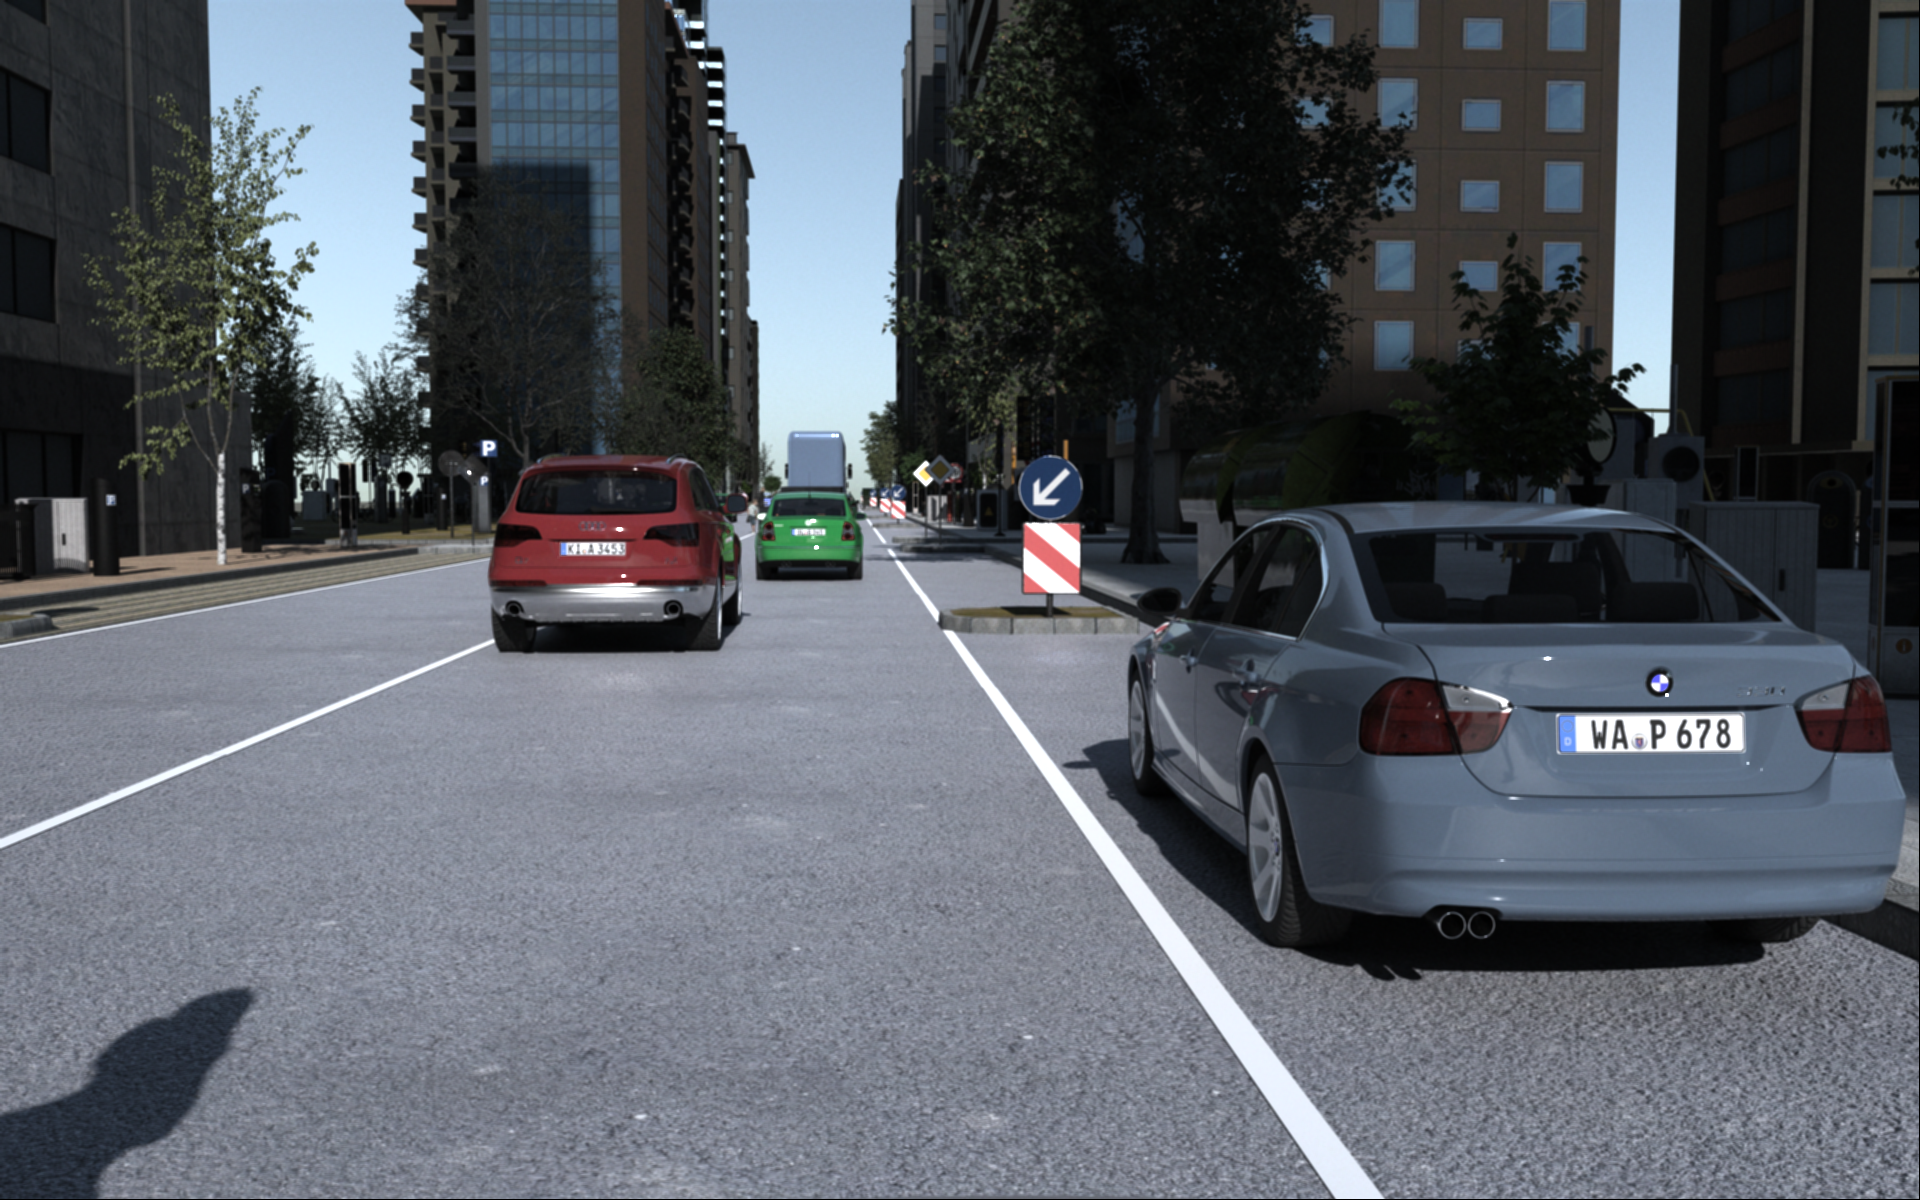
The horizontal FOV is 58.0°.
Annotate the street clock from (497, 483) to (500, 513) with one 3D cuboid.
[{"bbox_3d":[-29.129,-6.373,108.773,0.471,2.002,0.358,-2,4,-28],"label":"street clock"}]

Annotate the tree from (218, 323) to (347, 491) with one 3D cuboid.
[{"bbox_3d":[-28.942,-7.474,72.566,4.360,8.622,3.978,0,3,0],"label":"tree"}]

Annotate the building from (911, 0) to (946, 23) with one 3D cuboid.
[{"bbox_3d":[5.296,-39.347,185.322,21.231,58.520,28.212,0,4,-4],"label":"building"}]

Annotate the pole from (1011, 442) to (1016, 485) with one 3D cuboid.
[{"bbox_3d":[2.086,-4.497,67.370,0.158,3.312,0.155,0,3,0],"label":"pole"}]

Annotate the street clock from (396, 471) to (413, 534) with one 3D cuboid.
[{"bbox_3d":[-17.731,-3.107,55.364,0.471,2.002,0.358,0,4,1],"label":"street clock"}]

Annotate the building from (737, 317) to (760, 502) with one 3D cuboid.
[{"bbox_3d":[-39.543,-30.900,276.917,14.160,30.474,14.107,0,4,-4],"label":"building"}]

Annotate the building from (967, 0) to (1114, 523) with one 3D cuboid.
[{"bbox_3d":[11.671,-28.288,86.217,21.300,48.544,21.600,0,4,-4],"label":"building"}]

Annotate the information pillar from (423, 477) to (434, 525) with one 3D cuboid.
[{"bbox_3d":[-22.345,-4.180,72.842,0.304,2.012,0.304,2,4,30],"label":"information pillar"}]

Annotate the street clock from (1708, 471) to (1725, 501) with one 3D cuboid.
[{"bbox_3d":[23.849,-3.064,54.669,0.471,2.002,0.358,1,4,15],"label":"street clock"}]

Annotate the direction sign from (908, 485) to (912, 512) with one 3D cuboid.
[{"bbox_3d":[-3.567,-8.066,123.882,0.379,3.537,0.876,3,5,44],"label":"direction sign"}]

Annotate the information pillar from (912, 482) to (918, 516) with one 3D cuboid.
[{"bbox_3d":[-2.649,-6.001,102.601,0.304,2.012,0.304,-1,4,-13],"label":"information pillar"}]

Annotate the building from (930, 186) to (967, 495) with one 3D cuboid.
[{"bbox_3d":[4.033,-24.051,164.934,14.160,30.474,14.107,0,4,-4],"label":"building"}]

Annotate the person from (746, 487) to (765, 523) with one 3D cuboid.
[{"bbox_3d":[-10.159,-4.775,86.793,0.699,1.804,1.509,3,4,37],"label":"person"}]

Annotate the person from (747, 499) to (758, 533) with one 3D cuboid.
[{"bbox_3d":[-7.521,-3.038,62.859,0.352,1.250,0.332,-2,4,-35],"label":"person"}]

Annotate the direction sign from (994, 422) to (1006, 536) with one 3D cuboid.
[{"bbox_3d":[1.207,-3.699,52.475,0.379,3.537,0.876,1,4,14],"label":"direction sign"}]

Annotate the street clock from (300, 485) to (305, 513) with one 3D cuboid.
[{"bbox_3d":[-44.503,-6.898,117.354,0.358,2.002,0.471,0,4,-6],"label":"street clock"}]

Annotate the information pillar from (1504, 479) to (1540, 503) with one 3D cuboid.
[{"bbox_3d":[7.912,-2.016,24.309,0.504,3.616,0.183,2,4,31],"label":"information pillar"}]

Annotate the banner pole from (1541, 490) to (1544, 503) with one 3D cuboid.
[{"bbox_3d":[17.347,-3.808,52.277,0.863,3.779,0.401,0,4,7],"label":"banner pole"}]

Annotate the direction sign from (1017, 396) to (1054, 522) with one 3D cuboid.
[{"bbox_3d":[1.744,-2.939,40.056,0.876,3.537,0.379,1,4,16],"label":"direction sign"}]

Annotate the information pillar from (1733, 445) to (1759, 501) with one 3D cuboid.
[{"bbox_3d":[11.884,-1.329,26.220,0.304,2.012,0.304,1,4,16],"label":"information pillar"}]

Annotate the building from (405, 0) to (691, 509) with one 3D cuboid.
[{"bbox_3d":[-35.534,-30.456,152.576,22.147,44.769,28.867,0,4,-4],"label":"building"}]

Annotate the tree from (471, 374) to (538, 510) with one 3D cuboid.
[{"bbox_3d":[-27.476,-9.442,104.731,4.737,8.622,4.395,0,3,0],"label":"tree"}]

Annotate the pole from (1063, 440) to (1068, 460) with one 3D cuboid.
[{"bbox_3d":[3.985,-4.383,65.505,0.158,3.312,0.155,0,3,0],"label":"pole"}]

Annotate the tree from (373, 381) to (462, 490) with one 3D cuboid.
[{"bbox_3d":[-34.611,-9.881,111.917,4.360,8.622,3.978,0,3,0],"label":"tree"}]

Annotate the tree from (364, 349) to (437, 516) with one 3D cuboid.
[{"bbox_3d":[-29.230,-8.353,86.933,4.737,8.622,4.395,0,3,0],"label":"tree"}]

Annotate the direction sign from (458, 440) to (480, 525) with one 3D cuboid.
[{"bbox_3d":[-20.463,-4.912,72.310,0.876,3.537,0.379,-1,4,-14],"label":"direction sign"}]

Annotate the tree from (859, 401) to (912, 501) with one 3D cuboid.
[{"bbox_3d":[-8.339,-17.837,209.758,7.486,12.596,7.792,0,3,0],"label":"tree"}]

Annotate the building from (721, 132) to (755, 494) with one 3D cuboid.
[{"bbox_3d":[-45.059,-40.718,254.981,28.713,52.752,27.495,0,4,-4],"label":"building"}]

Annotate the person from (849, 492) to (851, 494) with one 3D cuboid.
[{"bbox_3d":[-14.611,-13.421,228.658,1.217,1.735,0.721,-3,5,-42],"label":"person"}]

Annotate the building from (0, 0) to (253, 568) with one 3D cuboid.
[{"bbox_3d":[-26.836,-36.147,29.248,20.611,71.187,20.563,0,4,-4],"label":"building"}]

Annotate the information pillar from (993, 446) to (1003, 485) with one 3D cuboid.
[{"bbox_3d":[1.586,-4.922,71.835,0.504,3.616,0.183,3,5,42],"label":"information pillar"}]

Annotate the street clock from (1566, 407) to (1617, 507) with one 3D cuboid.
[{"bbox_3d":[5.241,-0.605,14.461,0.471,2.002,0.358,-3,5,-39],"label":"street clock"}]

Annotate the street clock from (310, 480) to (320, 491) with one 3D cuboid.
[{"bbox_3d":[-33.892,-5.291,91.080,0.471,2.002,0.358,2,4,26],"label":"street clock"}]

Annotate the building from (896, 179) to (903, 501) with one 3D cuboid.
[{"bbox_3d":[1.618,-38.497,253.132,21.300,48.544,21.600,0,4,-4],"label":"building"}]

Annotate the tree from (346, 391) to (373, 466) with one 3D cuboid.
[{"bbox_3d":[-39.066,-9.519,106.005,4.360,8.622,3.978,0,3,0],"label":"tree"}]

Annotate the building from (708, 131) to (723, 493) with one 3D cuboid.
[{"bbox_3d":[-33.585,-30.914,189.045,14.154,41.232,14.086,0,4,-4],"label":"building"}]

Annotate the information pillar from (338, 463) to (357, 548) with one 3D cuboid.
[{"bbox_3d":[-14.548,-2.243,41.166,0.304,2.012,0.304,0,4,5],"label":"information pillar"}]

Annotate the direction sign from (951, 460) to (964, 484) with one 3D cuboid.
[{"bbox_3d":[-0.164,-7.610,116.424,0.876,3.537,0.379,1,4,20],"label":"direction sign"}]

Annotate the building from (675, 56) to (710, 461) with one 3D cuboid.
[{"bbox_3d":[-32.712,-32.059,174.276,14.600,45.320,14.200,0,4,-4],"label":"building"}]

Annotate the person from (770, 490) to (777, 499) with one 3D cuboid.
[{"bbox_3d":[-18.885,-10.357,177.801,1.348,1.831,0.705,-2,4,-26],"label":"person"}]

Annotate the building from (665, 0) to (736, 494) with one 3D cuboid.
[{"bbox_3d":[-40.302,-55.774,224.576,22.319,86.520,31.000,0,4,-4],"label":"building"}]

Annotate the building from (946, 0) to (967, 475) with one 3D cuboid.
[{"bbox_3d":[12.937,-33.931,144.017,28.713,52.752,27.495,0,4,-4],"label":"building"}]

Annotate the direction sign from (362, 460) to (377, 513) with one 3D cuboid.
[{"bbox_3d":[-38.982,-7.486,114.396,0.876,3.537,0.379,-1,4,-15],"label":"direction sign"}]

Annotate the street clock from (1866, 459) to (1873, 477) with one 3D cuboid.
[{"bbox_3d":[18.538,-1.857,34.931,0.358,2.002,0.471,-2,4,-33],"label":"street clock"}]

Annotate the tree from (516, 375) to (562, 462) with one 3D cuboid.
[{"bbox_3d":[-21.447,-8.776,93.852,4.360,8.622,3.978,0,3,0],"label":"tree"}]

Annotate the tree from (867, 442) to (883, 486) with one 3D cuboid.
[{"bbox_3d":[-10.145,-16.969,227.808,4.360,8.622,3.978,0,3,0],"label":"tree"}]

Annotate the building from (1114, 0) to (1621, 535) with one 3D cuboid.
[{"bbox_3d":[13.236,-25.100,60.494,14.200,45.320,14.600,0,4,-4],"label":"building"}]

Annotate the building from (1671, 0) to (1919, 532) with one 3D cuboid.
[{"bbox_3d":[42.467,-25.172,66.192,28.867,44.769,22.147,0,4,-4],"label":"building"}]

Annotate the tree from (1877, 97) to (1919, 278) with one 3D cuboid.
[{"bbox_3d":[12.066,-4.191,18.887,4.737,8.622,4.395,0,3,0],"label":"tree"}]

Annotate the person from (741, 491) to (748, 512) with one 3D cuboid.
[{"bbox_3d":[-17.343,-7.946,139.362,0.756,1.711,0.436,2,4,25],"label":"person"}]

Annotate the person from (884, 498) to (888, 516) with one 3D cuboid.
[{"bbox_3d":[-4.840,-6.152,113.371,0.425,1.301,0.394,1,4,14],"label":"person"}]

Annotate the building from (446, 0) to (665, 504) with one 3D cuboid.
[{"bbox_3d":[-29.910,-29.435,131.380,14.600,45.320,14.200,0,4,-4],"label":"building"}]

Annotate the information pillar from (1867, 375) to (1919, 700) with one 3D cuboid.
[{"bbox_3d":[5.919,-0.391,10.881,0.304,2.012,0.304,1,4,16],"label":"information pillar"}]
